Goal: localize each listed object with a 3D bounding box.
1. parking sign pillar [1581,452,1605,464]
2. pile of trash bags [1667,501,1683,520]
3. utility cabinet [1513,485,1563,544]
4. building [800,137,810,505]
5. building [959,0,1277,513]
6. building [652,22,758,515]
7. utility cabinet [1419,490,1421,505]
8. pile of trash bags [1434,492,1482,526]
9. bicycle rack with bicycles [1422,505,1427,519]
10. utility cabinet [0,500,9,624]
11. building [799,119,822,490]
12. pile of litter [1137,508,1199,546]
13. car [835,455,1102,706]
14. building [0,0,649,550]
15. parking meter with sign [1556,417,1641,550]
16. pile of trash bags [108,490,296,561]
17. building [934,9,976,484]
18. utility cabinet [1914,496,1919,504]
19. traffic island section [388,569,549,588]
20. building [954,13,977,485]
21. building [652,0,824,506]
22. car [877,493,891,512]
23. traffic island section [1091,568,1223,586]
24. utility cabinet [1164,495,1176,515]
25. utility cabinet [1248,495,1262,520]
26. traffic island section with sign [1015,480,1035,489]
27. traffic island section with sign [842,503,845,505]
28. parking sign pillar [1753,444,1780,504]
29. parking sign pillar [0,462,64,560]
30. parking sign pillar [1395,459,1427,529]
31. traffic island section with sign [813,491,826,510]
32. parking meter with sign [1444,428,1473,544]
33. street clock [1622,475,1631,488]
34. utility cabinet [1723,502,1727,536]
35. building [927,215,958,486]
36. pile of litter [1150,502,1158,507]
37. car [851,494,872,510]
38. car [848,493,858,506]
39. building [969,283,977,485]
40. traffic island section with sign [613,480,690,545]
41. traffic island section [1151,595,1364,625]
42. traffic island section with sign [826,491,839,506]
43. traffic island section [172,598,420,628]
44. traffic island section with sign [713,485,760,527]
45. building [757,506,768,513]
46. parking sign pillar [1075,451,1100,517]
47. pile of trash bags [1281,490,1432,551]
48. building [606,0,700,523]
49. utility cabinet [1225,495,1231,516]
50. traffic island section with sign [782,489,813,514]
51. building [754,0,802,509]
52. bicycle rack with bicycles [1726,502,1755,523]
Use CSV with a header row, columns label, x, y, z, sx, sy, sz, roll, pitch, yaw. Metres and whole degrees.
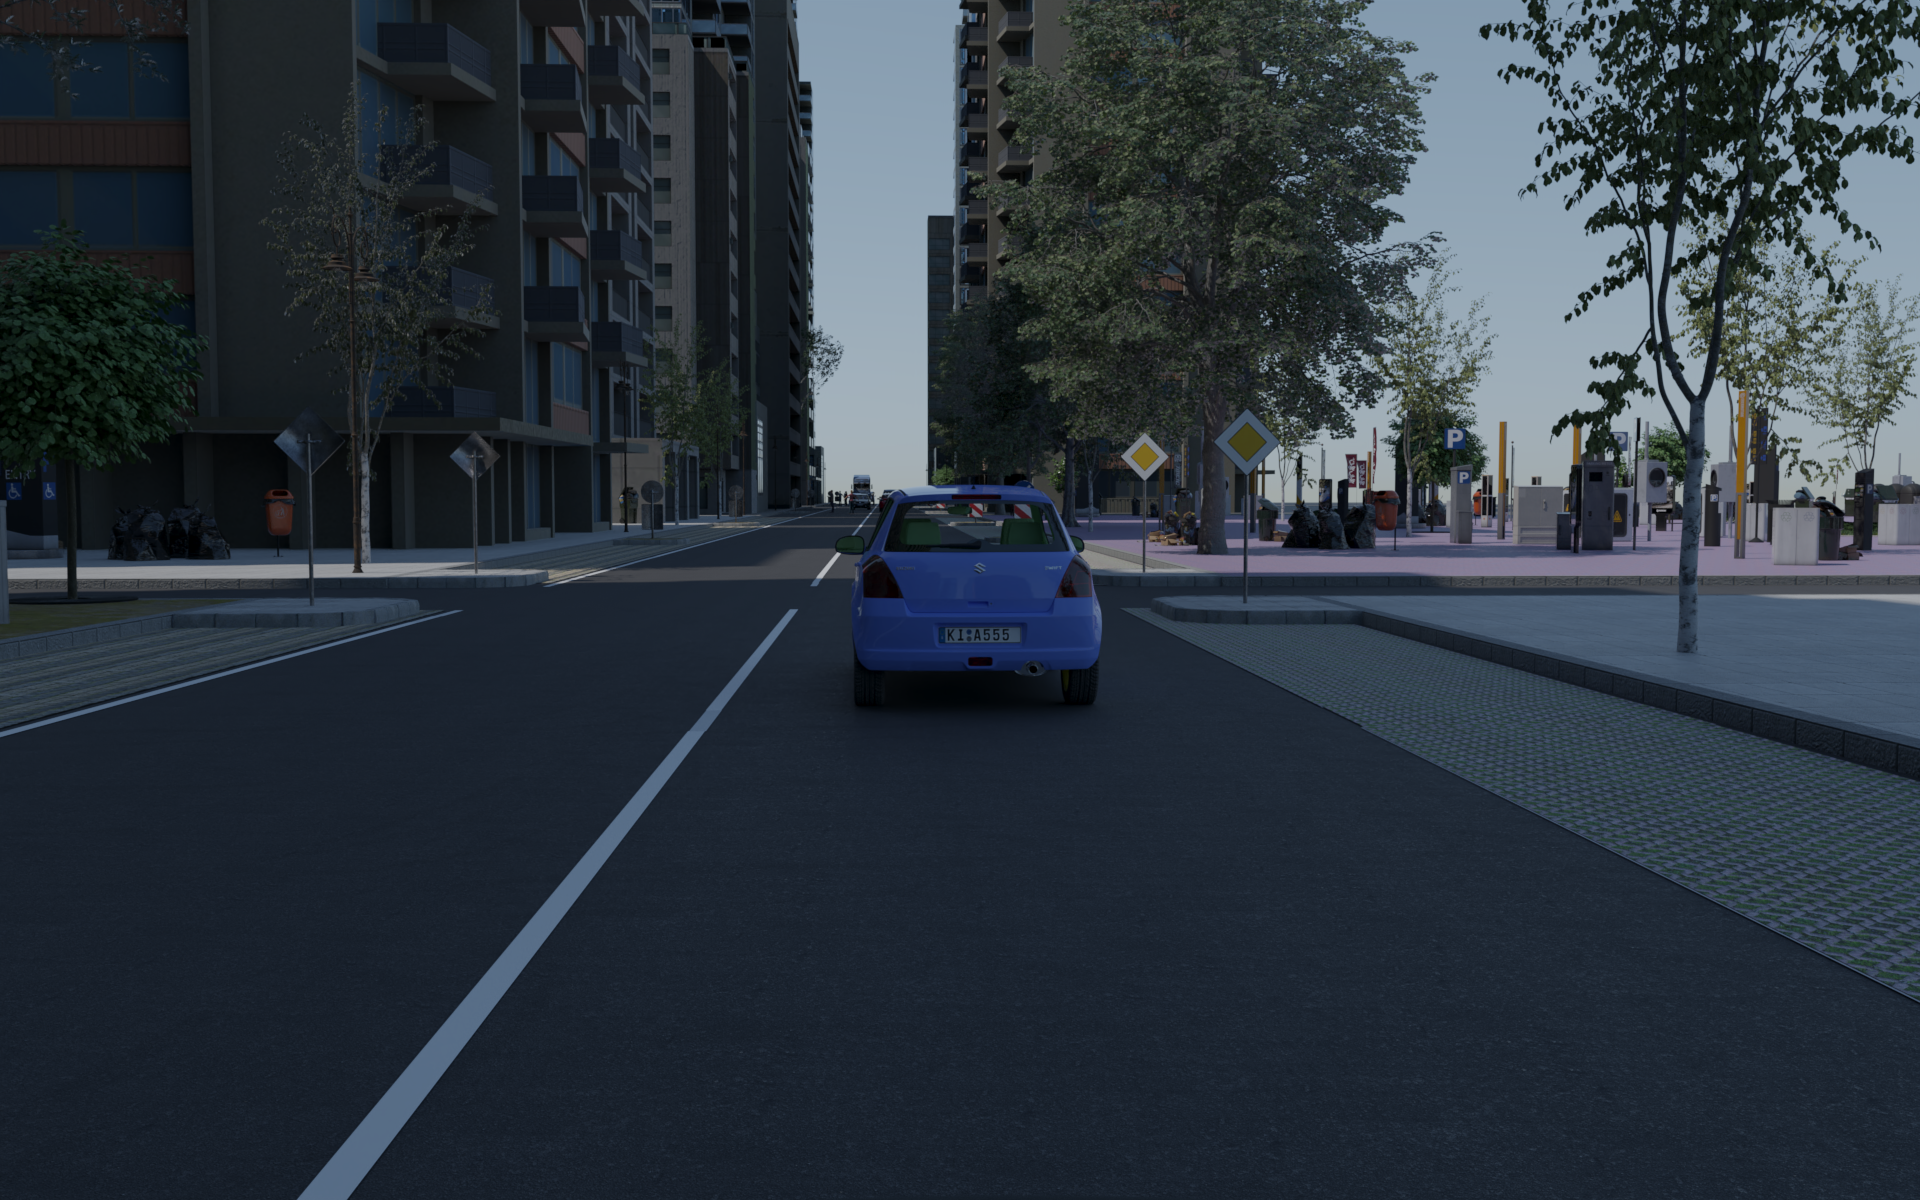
label,x,y,z,sx,sy,sz,roll,pitch,yaw
parking sign pillar,31.048,-5.914,85.161,1.447,3.967,1.447,3,4,38
pile of trash bags,35.652,-4.645,85.692,3.447,1.369,1.912,-1,4,-14
utility cabinet,14.597,-2.144,43.732,1.173,1.500,0.318,0,4,-6
building,-24.158,-31.125,192.492,14.154,41.232,14.086,0,4,-2
building,11.229,-29.063,129.798,22.147,44.769,28.867,0,4,-2
building,-20.551,-20.694,110.050,14.160,30.474,14.107,0,4,-2
utility cabinet,22.418,-4.754,86.411,0.318,1.500,1.173,-3,4,-38
pile of trash bags,19.869,-3.695,70.158,3.447,1.369,1.912,-1,4,-20
bicycle rack with bicycles,21.498,-4.235,82.618,2.852,0.926,2.925,-3,5,-41
utility cabinet,-9.842,-0.382,17.410,0.306,1.237,1.020,-3,5,-39
building,-29.471,-36.371,214.277,23.786,49.044,30.456,0,4,-2
pile of litter,5.486,-1.800,43.391,1.719,0.858,1.176,-2,4,-35
car,0.024,-0.212,13.060,1.945,1.707,3.694,0,4,-4
building,-21.643,-24.284,51.675,22.147,44.769,28.867,0,4,-2
parking meter with sign,14.597,-2.655,39.664,1.738,3.016,0.543,1,4,15
pile of trash bags,-15.032,-1.510,34.443,3.447,1.369,1.912,-2,4,-30
building,8.051,-56.235,232.113,22.319,86.520,31.000,0,4,-2
utility cabinet,33.917,-3.068,61.325,0.306,1.237,1.020,2,4,30
traffic island section,-7.804,-0.342,27.870,2.009,0.180,2.903,0,4,-2
building,10.033,-44.628,167.915,20.563,71.187,20.611,0,4,-2
building,-30.315,-56.950,243.796,22.319,86.520,31.000,0,4,-2
car,-5.758,-8.145,142.210,2.155,1.783,4.494,0,4,-2
traffic island section,3.028,-0.370,28.325,2.009,0.180,2.903,0,4,-2
utility cabinet,11.942,-5.383,99.167,1.020,1.237,0.306,2,4,35
utility cabinet,14.654,-4.619,86.676,1.020,1.237,0.306,-2,4,-35
traffic island section with sign,1.728,-2.603,51.191,1.989,1.847,2.006,0,4,-2
traffic island section with sign,-16.710,-13.930,236.386,1.989,1.847,2.006,0,4,-2
parking sign pillar,43.556,-6.426,93.541,1.447,3.967,1.447,-2,4,-26
parking sign pillar,-18.714,-2.814,34.479,1.447,3.967,1.447,1,4,11
parking sign pillar,16.721,-4.668,64.798,1.447,3.967,1.447,-1,4,-8
traffic island section with sign,-13.237,-8.938,154.770,1.989,1.847,2.006,0,4,-2
parking meter with sign,13.067,-2.996,45.238,0.543,3.016,1.738,0,4,5
street clock,25.208,-3.729,65.537,0.358,2.002,0.471,0,4,7
utility cabinet,22.986,-2.568,53.142,0.306,1.237,1.020,-2,4,-30
building,2.153,-34.995,255.766,14.154,41.232,14.086,0,4,-2
pile of litter,10.395,-4.906,94.181,1.719,0.858,1.176,0,4,-3
car,-9.027,-9.052,157.779,2.009,1.686,4.222,0,4,-1
car,-11.583,-11.261,193.713,1.945,1.707,3.694,0,4,-1
building,7.669,-23.232,151.550,14.160,30.474,14.107,0,4,-2
traffic island section with sign,-8.729,-2.480,49.179,1.989,1.847,2.006,0,4,-2
traffic island section,3.368,0.118,20.347,2.009,0.180,2.903,0,4,-2
traffic island section with sign,-15.529,-12.230,208.587,1.989,1.847,2.006,0,4,-2
traffic island section,-7.464,0.146,19.892,2.009,0.180,2.903,0,4,-2
traffic island section with sign,-9.909,-4.175,76.883,1.989,1.847,2.006,0,4,-2
building,-25.711,-50.064,131.224,22.319,86.520,31.000,0,4,-2
parking sign pillar,7.079,-6.611,96.569,1.447,3.967,1.447,-1,4,-9
pile of trash bags,9.105,-1.886,40.596,1.912,1.369,3.447,-2,4,-25
building,-23.630,-39.464,83.492,20.563,71.187,20.611,0,4,-2
utility cabinet,15.556,-5.602,102.761,1.020,1.237,0.306,-2,4,-24
traffic island section with sign,-12.087,-7.291,127.839,1.989,1.847,2.006,0,4,-2
building,-25.838,-32.719,158.653,21.300,48.544,21.600,0,4,-2
bicycle rack with bicycles,34.620,-3.927,77.582,2.925,0.926,2.852,-2,4,-24
